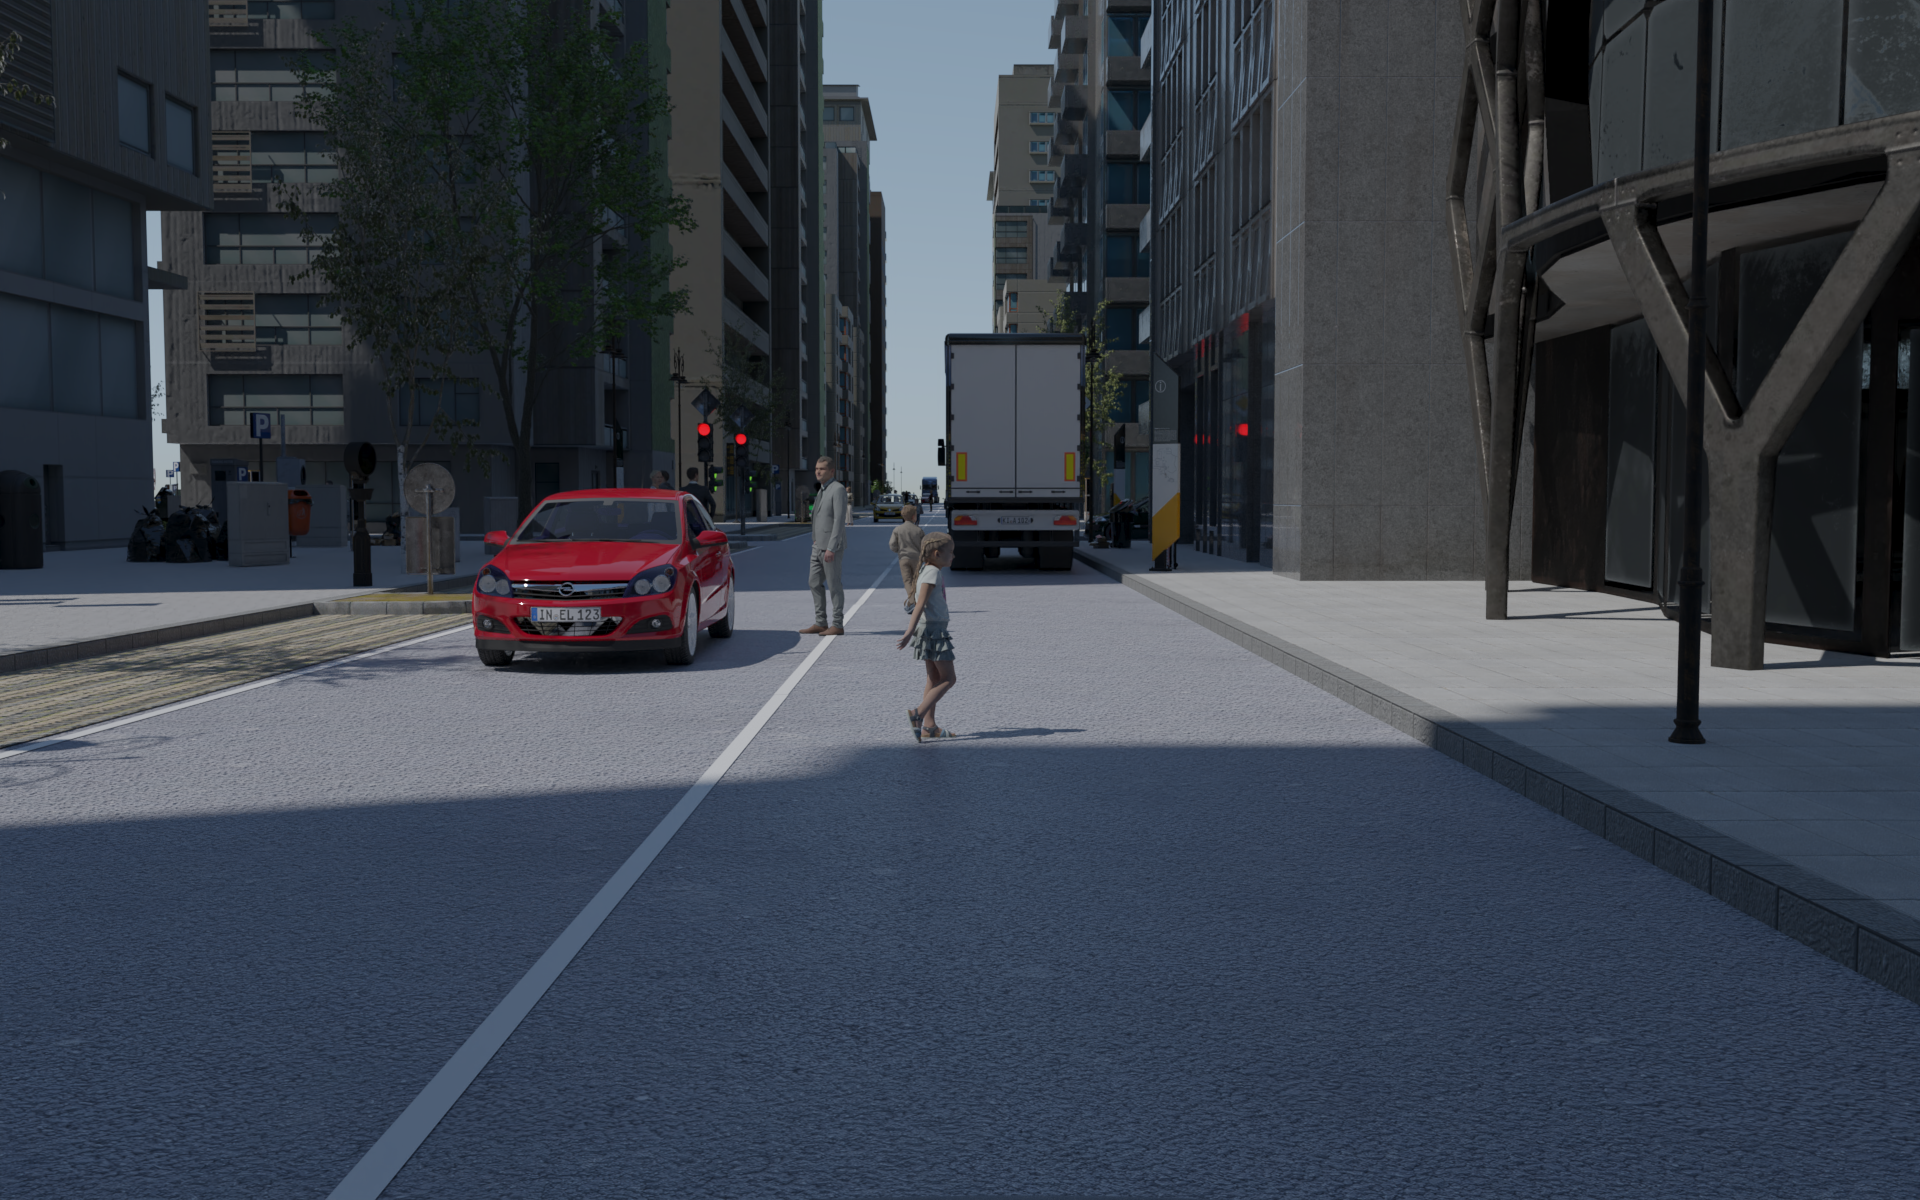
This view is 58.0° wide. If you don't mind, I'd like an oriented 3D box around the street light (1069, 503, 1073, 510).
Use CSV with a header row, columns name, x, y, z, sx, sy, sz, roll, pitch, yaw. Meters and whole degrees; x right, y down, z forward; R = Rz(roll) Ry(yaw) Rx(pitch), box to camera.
name,x,y,z,sx,sy,sz,roll,pitch,yaw
street light,3.566,-5.063,55.569,0.468,5.910,1.993,0,4,0

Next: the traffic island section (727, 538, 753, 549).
name,x,y,z,sx,sy,sz,roll,pitch,yaw
traffic island section,-6.759,-1.455,46.063,2.009,0.180,2.903,0,4,0

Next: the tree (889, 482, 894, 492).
name,x,y,z,sx,sy,sz,roll,pitch,yaw
tree,-9.987,-14.198,226.732,1.663,3.219,1.824,0,3,0

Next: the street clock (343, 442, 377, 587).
name,x,y,z,sx,sy,sz,roll,pitch,yaw
street clock,-8.301,-1.189,24.016,0.358,2.002,0.471,1,4,13

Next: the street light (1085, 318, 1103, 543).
name,x,y,z,sx,sy,sz,roll,pitch,yaw
street light,3.465,-4.455,45.624,0.468,5.910,1.993,0,4,0

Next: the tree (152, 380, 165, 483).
name,x,y,z,sx,sy,sz,roll,pitch,yaw
tree,-33.230,-7.167,67.542,4.737,8.622,4.395,0,3,0

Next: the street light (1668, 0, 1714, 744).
name,x,y,z,sx,sy,sz,roll,pitch,yaw
street light,3.761,-2.201,8.781,0.468,5.910,1.993,0,4,0

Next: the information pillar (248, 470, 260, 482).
name,x,y,z,sx,sy,sz,roll,pitch,yaw
information pillar,-22.029,-3.031,54.056,0.304,2.012,0.304,-3,5,-45

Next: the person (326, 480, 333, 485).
name,x,y,z,sx,sy,sz,roll,pitch,yaw
person,-18.723,-2.648,51.659,0.638,1.841,0.748,-3,4,-37

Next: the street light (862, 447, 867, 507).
name,x,y,z,sx,sy,sz,roll,pitch,yaw
street light,-9.273,-11.879,167.017,0.468,5.910,1.993,0,4,0

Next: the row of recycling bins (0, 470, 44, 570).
name,x,y,z,sx,sy,sz,roll,pitch,yaw
row of recycling bins,-16.916,-1.306,28.474,1.069,1.692,3.534,2,4,29

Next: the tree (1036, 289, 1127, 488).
name,x,y,z,sx,sy,sz,roll,pitch,yaw
tree,4.138,-6.800,61.545,4.737,8.622,4.395,0,3,0

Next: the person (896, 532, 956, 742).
name,x,y,z,sx,sy,sz,roll,pitch,yaw
person,-0.217,0.205,10.163,0.382,1.210,0.505,-1,4,-11

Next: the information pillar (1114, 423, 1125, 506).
name,x,y,z,sx,sy,sz,roll,pitch,yaw
information pillar,5.283,-4.031,57.265,0.504,3.616,0.183,-3,5,-43

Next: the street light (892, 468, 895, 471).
name,x,y,z,sx,sy,sz,roll,pitch,yaw
street light,-9.558,-17.013,250.949,0.468,5.910,1.993,0,4,0

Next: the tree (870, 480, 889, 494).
name,x,y,z,sx,sy,sz,roll,pitch,yaw
tree,-10.100,-13.326,212.476,1.663,3.219,1.824,0,3,0

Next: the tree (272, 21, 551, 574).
name,x,y,z,sx,sy,sz,roll,pitch,yaw
tree,-8.803,-4.715,27.456,4.360,8.622,3.978,0,3,0

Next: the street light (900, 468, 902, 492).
name,x,y,z,sx,sy,sz,roll,pitch,yaw
street light,-9.745,-19.251,287.538,0.468,5.910,1.993,0,4,0

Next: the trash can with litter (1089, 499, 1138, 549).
name,x,y,z,sx,sy,sz,roll,pitch,yaw
trash can with litter,3.620,-1.801,40.836,1.055,1.170,0.624,-1,4,-22

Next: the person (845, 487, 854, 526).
name,x,y,z,sx,sy,sz,roll,pitch,yaw
person,-5.031,-4.214,77.952,0.362,1.759,0.519,-3,5,-44

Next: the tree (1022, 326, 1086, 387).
name,x,y,z,sx,sy,sz,roll,pitch,yaw
tree,3.653,-7.633,75.155,4.360,8.622,3.978,0,3,0

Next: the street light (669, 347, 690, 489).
name,x,y,z,sx,sy,sz,roll,pitch,yaw
street light,-8.829,-5.002,54.570,0.468,5.910,1.993,0,4,0

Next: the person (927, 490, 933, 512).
name,x,y,z,sx,sy,sz,roll,pitch,yaw
person,-2.463,-8.145,142.189,0.721,1.766,1.217,1,4,17

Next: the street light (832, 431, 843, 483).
name,x,y,z,sx,sy,sz,roll,pitch,yaw
street light,-9.123,-9.659,130.705,0.468,5.910,1.993,0,4,0

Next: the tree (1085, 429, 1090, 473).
name,x,y,z,sx,sy,sz,roll,pitch,yaw
tree,3.840,-5.296,70.298,4.285,4.588,4.351,0,3,0

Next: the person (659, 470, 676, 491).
name,x,y,z,sx,sy,sz,roll,pitch,yaw
person,-5.299,-1.359,30.518,0.447,1.846,0.655,1,4,20

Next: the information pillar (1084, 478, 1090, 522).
name,x,y,z,sx,sy,sz,roll,pitch,yaw
information pillar,5.944,-4.640,80.358,0.304,2.012,0.304,-1,4,-11

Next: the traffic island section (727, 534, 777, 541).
name,x,y,z,sx,sy,sz,roll,pitch,yaw
traffic island section,-6.793,-1.943,54.048,2.009,0.180,2.903,0,4,0

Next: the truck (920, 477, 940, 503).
name,x,y,z,sx,sy,sz,roll,pitch,yaw
truck,-4.617,-17.402,274.287,2.967,4.110,18.799,0,4,0

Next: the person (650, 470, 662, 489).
name,x,y,z,sx,sy,sz,roll,pitch,yaw
person,-5.180,-1.281,29.320,0.818,1.842,0.514,-1,4,-20

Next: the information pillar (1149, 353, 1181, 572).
name,x,y,z,sx,sy,sz,roll,pitch,yaw
information pillar,3.402,-2.281,28.649,0.504,3.616,0.183,3,4,36

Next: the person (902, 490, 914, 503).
name,x,y,z,sx,sy,sz,roll,pitch,yaw
person,-4.338,-8.009,140.271,1.217,1.723,0.721,0,4,-6

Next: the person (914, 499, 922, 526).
name,x,y,z,sx,sy,sz,roll,pitch,yaw
person,-1.719,-3.505,70.491,0.332,1.250,0.352,1,4,12

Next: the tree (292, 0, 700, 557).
name,x,y,z,sx,sy,sz,roll,pitch,yaw
tree,-9.000,-6.680,34.977,9.928,11.665,9.643,0,3,0

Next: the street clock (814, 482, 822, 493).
name,x,y,z,sx,sy,sz,roll,pitch,yaw
street clock,-8.674,-6.186,105.705,0.471,2.002,0.358,-2,4,-30

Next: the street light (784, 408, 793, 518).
name,x,y,z,sx,sy,sz,roll,pitch,yaw
street light,-9.006,-7.223,90.881,0.468,5.910,1.993,0,4,0

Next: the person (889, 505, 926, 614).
name,x,y,z,sx,sy,sz,roll,pitch,yaw
person,-0.619,-0.488,20.747,0.475,1.303,0.640,-1,4,-21

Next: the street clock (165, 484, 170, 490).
name,x,y,z,sx,sy,sz,roll,pitch,yaw
street clock,-58.055,-7.486,126.965,0.358,2.002,0.471,0,4,6

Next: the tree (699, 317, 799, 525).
name,x,y,z,sx,sy,sz,roll,pitch,yaw
tree,-8.940,-7.433,71.899,4.360,8.622,3.978,0,3,0

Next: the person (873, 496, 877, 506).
name,x,y,z,sx,sy,sz,roll,pitch,yaw
person,-5.073,-5.610,104.504,0.425,1.301,0.394,-2,4,-33

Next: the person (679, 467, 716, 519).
name,x,y,z,sx,sy,sz,roll,pitch,yaw
person,-4.601,-1.378,30.389,0.648,1.900,0.474,-1,4,-14

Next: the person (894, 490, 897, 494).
name,x,y,z,sx,sy,sz,roll,pitch,yaw
person,-3.966,-5.933,106.506,0.522,1.701,0.512,-1,4,-19

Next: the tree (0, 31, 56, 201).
name,x,y,z,sx,sy,sz,roll,pitch,yaw
tree,-9.280,-3.833,13.027,4.360,8.622,3.978,0,3,0

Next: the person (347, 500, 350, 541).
name,x,y,z,sx,sy,sz,roll,pitch,yaw
person,-17.476,-2.326,49.127,0.523,1.515,0.503,-2,4,-24

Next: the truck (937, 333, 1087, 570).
name,x,y,z,sx,sy,sz,roll,pitch,yaw
truck,0.928,-2.867,35.783,2.839,4.237,11.283,0,4,0

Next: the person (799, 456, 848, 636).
name,x,y,z,sx,sy,sz,roll,pitch,yaw
person,-1.334,-0.548,17.565,0.391,1.810,0.635,-2,4,-32

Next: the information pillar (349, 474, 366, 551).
name,x,y,z,sx,sy,sz,roll,pitch,yaw
information pillar,-13.502,-2.099,38.815,0.304,2.012,0.304,-2,4,-30

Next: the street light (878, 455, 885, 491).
name,x,y,z,sx,sy,sz,roll,pitch,yaw
street light,-9.530,-14.792,214.637,0.468,5.910,1.993,0,4,0

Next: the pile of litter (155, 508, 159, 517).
name,x,y,z,sx,sy,sz,roll,pitch,yaw
pile of litter,-29.506,-3.054,63.899,1.176,0.858,1.719,1,4,17

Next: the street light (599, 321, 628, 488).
name,x,y,z,sx,sy,sz,roll,pitch,yaw
street light,-8.814,-4.366,44.177,0.468,5.910,1.993,0,4,0

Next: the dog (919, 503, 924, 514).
name,x,y,z,sx,sy,sz,roll,pitch,yaw
dog,-2.656,-6.523,123.479,0.800,0.831,0.513,-3,5,-40

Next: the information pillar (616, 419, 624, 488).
name,x,y,z,sx,sy,sz,roll,pitch,yaw
information pillar,-10.496,-3.786,53.257,0.183,3.616,0.504,1,4,15
